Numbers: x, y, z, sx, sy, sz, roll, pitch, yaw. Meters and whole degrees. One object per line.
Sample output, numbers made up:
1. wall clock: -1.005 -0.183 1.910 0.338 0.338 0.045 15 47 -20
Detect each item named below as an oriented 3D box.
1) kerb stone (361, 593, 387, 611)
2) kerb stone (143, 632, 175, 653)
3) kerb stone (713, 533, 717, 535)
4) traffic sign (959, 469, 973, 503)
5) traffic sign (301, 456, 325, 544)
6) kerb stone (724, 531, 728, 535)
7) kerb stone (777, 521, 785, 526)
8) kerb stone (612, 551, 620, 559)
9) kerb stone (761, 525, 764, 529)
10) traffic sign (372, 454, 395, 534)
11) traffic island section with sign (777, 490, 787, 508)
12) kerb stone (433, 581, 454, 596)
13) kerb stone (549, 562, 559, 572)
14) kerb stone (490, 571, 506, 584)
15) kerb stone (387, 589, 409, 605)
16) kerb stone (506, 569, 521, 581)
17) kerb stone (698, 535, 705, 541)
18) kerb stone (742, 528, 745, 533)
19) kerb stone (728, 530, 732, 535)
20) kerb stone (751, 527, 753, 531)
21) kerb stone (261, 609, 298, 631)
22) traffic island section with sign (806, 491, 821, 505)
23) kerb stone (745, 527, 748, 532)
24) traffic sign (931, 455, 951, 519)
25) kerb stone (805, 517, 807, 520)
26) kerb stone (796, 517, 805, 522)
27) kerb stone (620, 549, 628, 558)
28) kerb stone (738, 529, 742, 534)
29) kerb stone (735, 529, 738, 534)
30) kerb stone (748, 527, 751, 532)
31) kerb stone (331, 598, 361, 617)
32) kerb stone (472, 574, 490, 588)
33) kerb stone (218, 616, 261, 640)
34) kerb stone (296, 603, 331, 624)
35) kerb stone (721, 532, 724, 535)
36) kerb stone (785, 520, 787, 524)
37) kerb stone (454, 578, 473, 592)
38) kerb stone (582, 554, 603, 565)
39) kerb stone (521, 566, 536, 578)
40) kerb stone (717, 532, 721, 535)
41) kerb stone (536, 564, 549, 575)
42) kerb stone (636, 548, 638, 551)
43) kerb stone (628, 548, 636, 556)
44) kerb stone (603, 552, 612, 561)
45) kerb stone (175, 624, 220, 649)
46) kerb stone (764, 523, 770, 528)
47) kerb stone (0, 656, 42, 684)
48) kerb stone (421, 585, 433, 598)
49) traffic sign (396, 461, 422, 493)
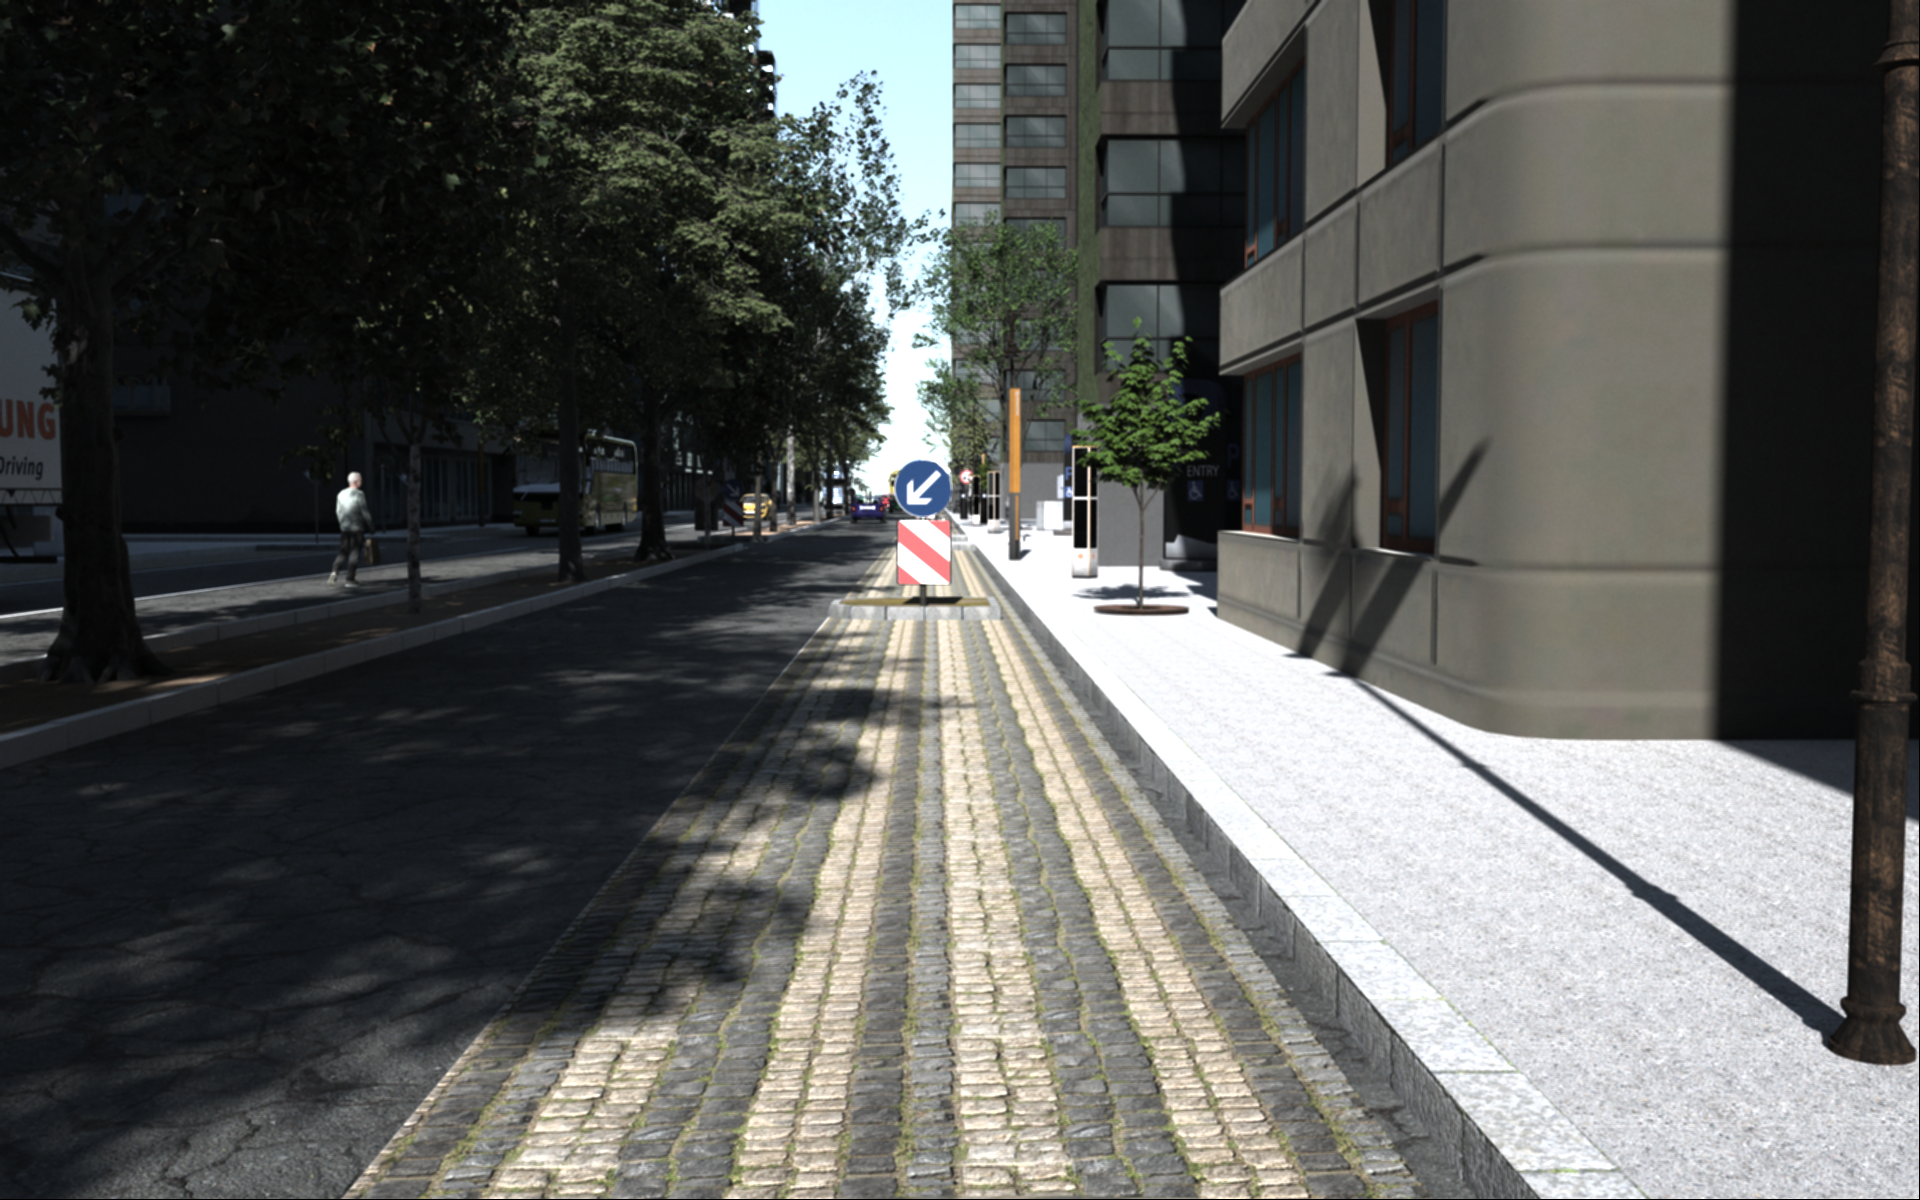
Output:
1. kerb stone: -7.369 0.044 21.507 0.120 0.150 1.000 0 4 -1
2. kerb stone: -7.265 0.419 15.348 0.120 0.150 1.000 0 4 -1
3. kerb stone: -7.915 -1.997 54.879 0.120 0.150 1.000 0 4 -1
4. traffic sign: 0.356 -5.440 89.058 0.768 2.556 0.104 0 4 2
5. traffic sign: -16.675 -2.522 44.873 0.795 2.450 0.064 0 4 -1
6. kerb stone: -7.964 -2.183 57.948 0.120 0.150 1.000 0 4 -1
7. kerb stone: -8.329 -3.561 80.469 0.120 0.150 1.000 0 4 -1
8. kerb stone: -7.633 -0.960 37.885 0.120 0.150 1.000 0 4 -1
9. kerb stone: -8.162 -2.938 70.232 0.120 0.150 1.000 0 4 -1
10. traffic sign: -18.550 -3.401 55.712 0.768 2.556 0.104 0 4 8
11. traffic island section with sign: -18.902 -10.462 179.679 1.989 1.847 2.006 0 4 -1
12. kerb stone: -7.421 -0.144 24.578 0.120 0.150 1.000 0 4 -1
13. kerb stone: -7.531 -0.584 31.738 0.120 0.150 1.000 0 4 -1
14. kerb stone: -7.472 -0.330 27.647 0.120 0.150 1.000 0 4 -1
15. kerb stone: -7.388 -0.015 22.533 0.120 0.150 1.000 0 4 -1
16. kerb stone: -7.490 -0.396 28.671 0.120 0.150 1.000 0 4 -1
17. kerb stone: -7.876 -1.874 52.836 0.120 0.150 1.000 0 4 -1
18. kerb stone: -8.042 -2.500 63.074 0.120 0.150 1.000 0 4 -1
19. kerb stone: -7.978 -2.250 58.975 0.120 0.150 1.000 0 4 -1
20. kerb stone: -8.100 -2.688 66.139 0.120 0.150 1.000 0 4 -1
21. kerb stone: -7.320 0.233 18.424 0.120 0.150 1.000 0 4 -1
22. traffic island section with sign: -19.810 -13.853 235.116 1.989 1.847 2.006 0 4 -1
23. kerb stone: -8.063 -2.563 64.095 0.120 0.150 1.000 0 4 -1
24. traffic sign: -0.633 -2.536 45.113 0.795 2.450 0.064 0 4 -1
25. kerb stone: -8.538 -4.380 93.807 0.120 0.150 1.000 0 4 -1
26. kerb stone: -8.527 -4.317 92.779 0.120 0.150 1.000 0 4 -1
27. kerb stone: -7.655 -1.019 38.907 0.120 0.150 1.000 0 4 -1
28. kerb stone: -8.030 -2.437 62.052 0.120 0.150 1.000 0 4 -1
29. kerb stone: -8.018 -2.375 61.030 0.120 0.150 1.000 0 4 -1
30. kerb stone: -8.072 -2.624 65.117 0.120 0.150 1.000 0 4 -1
31. kerb stone: -7.346 0.105 20.484 0.120 0.150 1.000 0 4 -1
32. kerb stone: -7.449 -0.271 26.625 0.120 0.150 1.000 0 4 -1
33. kerb stone: -7.298 0.294 17.393 0.120 0.150 1.000 0 4 -1
34. kerb stone: -7.332 0.168 19.456 0.120 0.150 1.000 0 4 -1
35. kerb stone: -7.948 -2.124 56.926 0.120 0.150 1.000 0 4 -1
36. kerb stone: -8.343 -3.623 81.498 0.120 0.150 1.000 0 4 -1
37. kerb stone: -7.437 -0.202 25.603 0.120 0.150 1.000 0 4 -1
38. kerb stone: -7.604 -0.830 35.841 0.120 0.150 1.000 0 4 -1
39. kerb stone: -7.495 -0.456 29.693 0.120 0.150 1.000 0 4 -1
40. kerb stone: -7.928 -2.061 55.901 0.120 0.150 1.000 0 4 -1
41. kerb stone: -7.511 -0.519 30.716 0.120 0.150 1.000 0 4 -1
42. kerb stone: -7.684 -1.147 40.957 0.120 0.150 1.000 0 4 -1
43. kerb stone: -7.669 -1.082 39.935 0.120 0.150 1.000 0 4 -1
44. kerb stone: -7.618 -0.897 36.862 0.120 0.150 1.000 0 4 -1
45. kerb stone: -7.286 0.361 16.371 0.120 0.150 1.000 0 4 -1
46. kerb stone: -8.214 -3.126 73.297 0.120 0.150 1.000 0 4 -1
47. kerb stone: -7.235 0.546 13.304 0.120 0.150 1.000 0 4 -1
48. kerb stone: -7.406 -0.083 23.555 0.120 0.150 1.000 0 4 -1
49. traffic sign: -16.805 -3.010 52.857 0.795 2.450 0.064 0 4 -1
